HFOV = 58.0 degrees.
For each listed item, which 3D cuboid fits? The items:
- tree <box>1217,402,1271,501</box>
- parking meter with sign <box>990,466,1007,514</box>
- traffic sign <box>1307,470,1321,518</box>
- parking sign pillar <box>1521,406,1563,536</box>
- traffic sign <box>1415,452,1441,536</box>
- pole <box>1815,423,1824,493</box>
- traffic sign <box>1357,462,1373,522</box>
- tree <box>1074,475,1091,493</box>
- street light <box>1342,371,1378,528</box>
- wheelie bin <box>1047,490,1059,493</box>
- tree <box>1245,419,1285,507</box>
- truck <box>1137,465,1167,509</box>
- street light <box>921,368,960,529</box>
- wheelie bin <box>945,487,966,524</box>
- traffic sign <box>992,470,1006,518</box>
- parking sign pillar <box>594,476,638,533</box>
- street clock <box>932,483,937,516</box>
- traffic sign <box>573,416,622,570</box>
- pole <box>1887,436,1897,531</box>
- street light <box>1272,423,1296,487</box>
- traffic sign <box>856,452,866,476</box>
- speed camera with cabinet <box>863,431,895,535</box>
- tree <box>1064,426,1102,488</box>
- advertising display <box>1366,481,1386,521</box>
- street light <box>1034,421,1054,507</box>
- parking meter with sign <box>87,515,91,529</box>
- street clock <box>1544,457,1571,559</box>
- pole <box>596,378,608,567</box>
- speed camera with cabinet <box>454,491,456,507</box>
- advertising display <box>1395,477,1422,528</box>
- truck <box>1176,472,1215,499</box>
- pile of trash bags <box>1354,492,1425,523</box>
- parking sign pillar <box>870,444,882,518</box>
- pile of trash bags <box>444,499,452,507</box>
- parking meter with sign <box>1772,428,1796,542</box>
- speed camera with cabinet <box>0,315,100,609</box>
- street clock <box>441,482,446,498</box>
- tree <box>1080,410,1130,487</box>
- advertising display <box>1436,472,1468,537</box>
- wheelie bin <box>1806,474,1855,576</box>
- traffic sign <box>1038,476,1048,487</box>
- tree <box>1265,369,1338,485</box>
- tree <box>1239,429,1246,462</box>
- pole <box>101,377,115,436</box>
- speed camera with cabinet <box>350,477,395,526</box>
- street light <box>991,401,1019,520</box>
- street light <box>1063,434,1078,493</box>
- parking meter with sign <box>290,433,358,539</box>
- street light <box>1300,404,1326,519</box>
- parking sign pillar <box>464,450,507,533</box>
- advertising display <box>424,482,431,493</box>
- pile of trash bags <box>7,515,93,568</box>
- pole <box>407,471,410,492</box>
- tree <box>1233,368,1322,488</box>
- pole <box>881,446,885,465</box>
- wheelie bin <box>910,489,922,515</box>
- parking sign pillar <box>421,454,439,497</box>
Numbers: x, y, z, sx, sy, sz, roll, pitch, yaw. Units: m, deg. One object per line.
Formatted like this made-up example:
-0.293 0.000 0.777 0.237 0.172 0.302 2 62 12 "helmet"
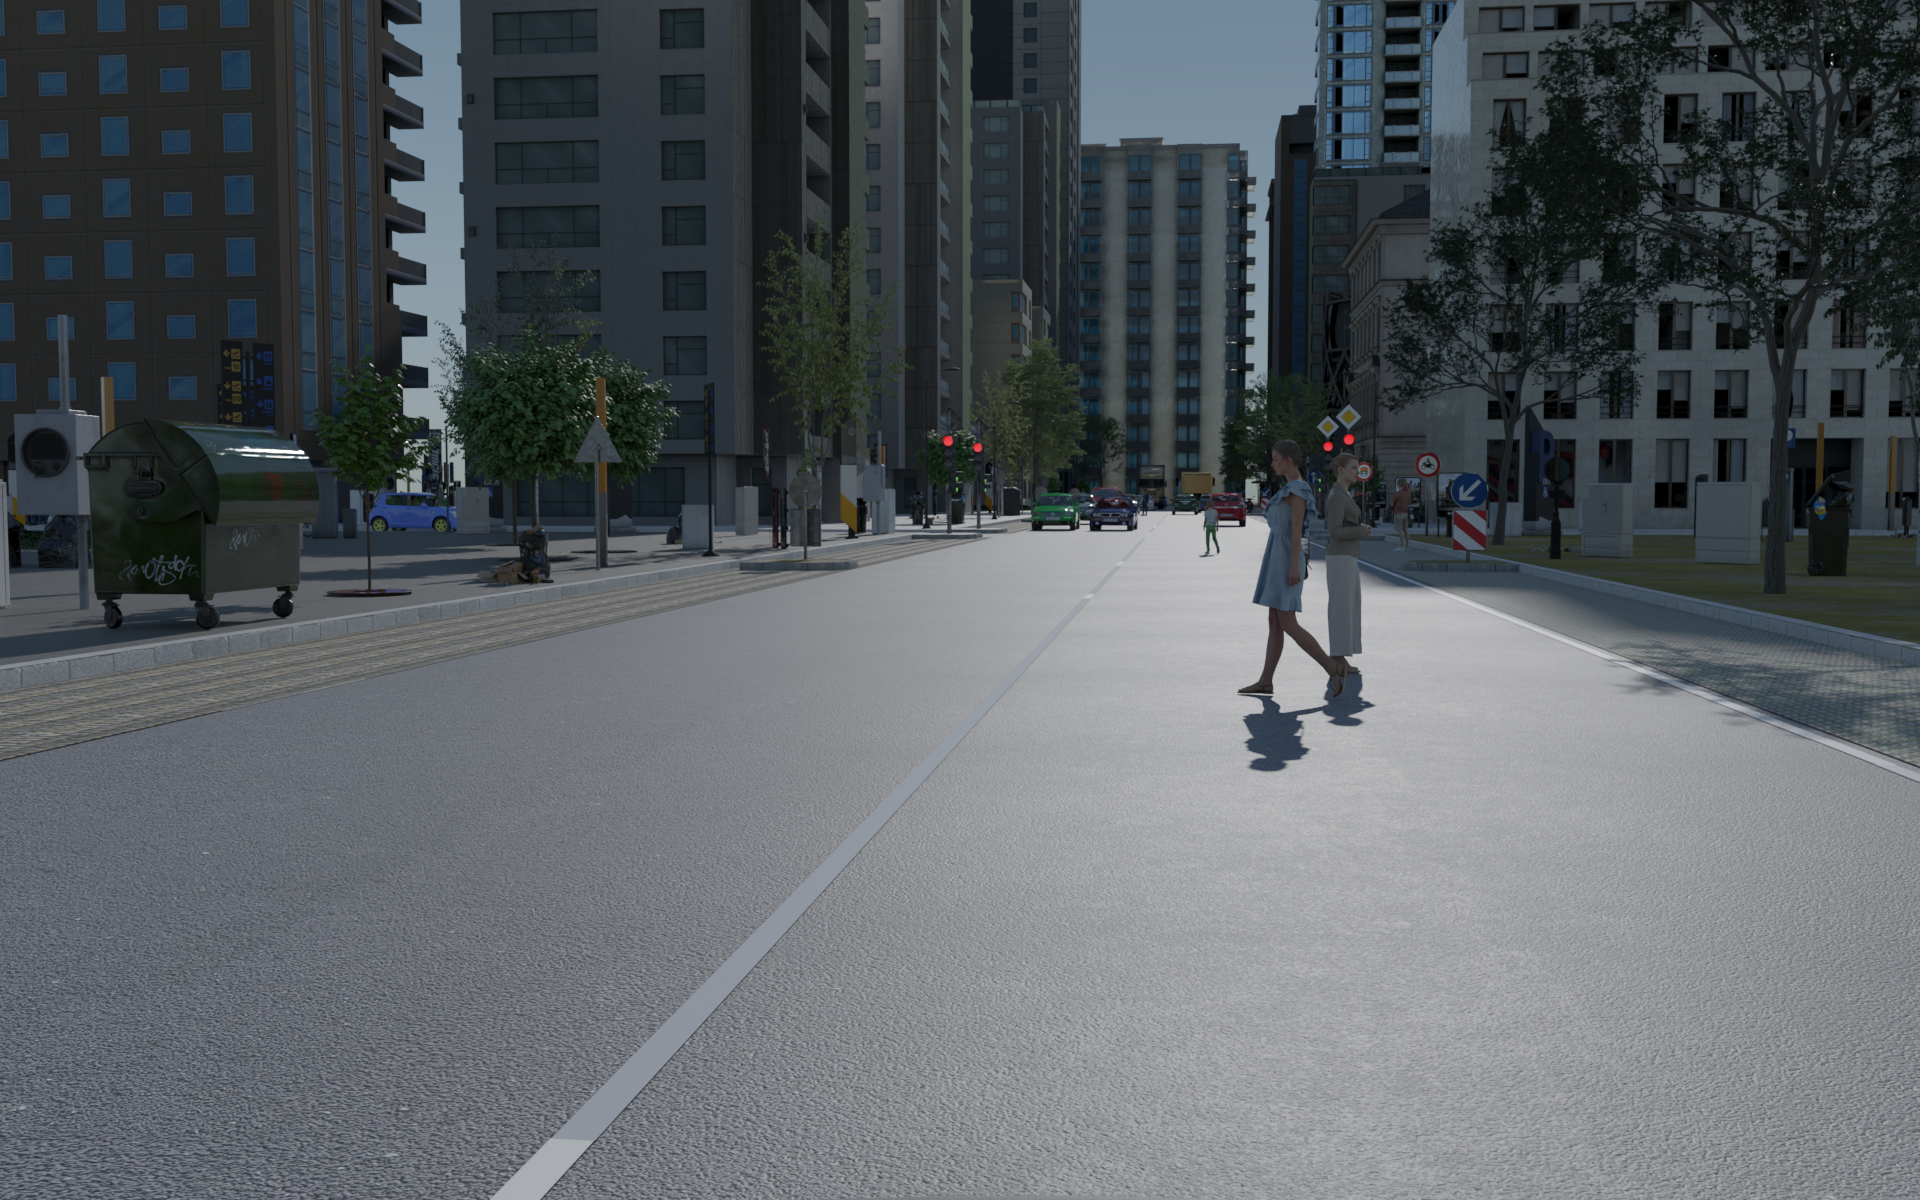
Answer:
35.424 -18.036 213.011 7.486 12.596 7.792 0 3 0 "tree"
2.636 -6.939 109.712 0.543 3.016 1.738 2 4 35 "parking meter with sign"
18.945 -5.654 92.543 0.768 2.556 0.104 1 4 9 "traffic sign"
17.796 -3.958 53.183 1.447 3.967 1.447 3 5 42 "parking sign pillar"
14.251 -3.223 52.810 0.768 2.556 0.104 1 4 12 "traffic sign"
24.553 -3.403 49.489 0.158 3.312 0.155 0 3 0 "pole"
16.054 -4.206 68.871 0.768 2.556 0.104 1 4 12 "traffic sign"
12.063 -10.858 172.130 1.663 3.219 1.824 0 3 0 "tree"
15.161 -5.698 65.697 1.470 5.913 1.316 0 4 7 "street light"
7.300 -7.610 132.337 0.980 1.594 0.693 0 4 3 "wheelie bin"
28.459 -12.725 158.415 4.360 8.622 3.978 0 3 0 "tree"
18.608 -10.942 167.818 2.839 4.237 11.283 0 4 7 "truck"
-0.705 -5.586 63.868 1.470 5.913 1.316 0 4 7 "street light"
-0.175 -4.054 74.197 0.980 1.594 0.693 1 4 19 "wheelie bin"
2.080 -5.670 92.805 0.768 2.556 0.104 1 4 9 "traffic sign"
-11.395 -4.206 57.247 1.447 3.967 1.447 1 4 23 "parking sign pillar"
-1.502 -6.034 103.230 0.358 2.002 0.471 0 4 -2 "street clock"
-6.082 -1.775 29.028 0.884 2.594 0.081 1 4 16 "traffic sign"
32.543 -4.075 60.471 0.158 3.312 0.155 0 3 0 "pole"
21.330 -8.596 113.089 1.470 5.913 1.316 0 4 7 "street light"
-3.197 -3.160 51.780 0.768 2.556 0.104 1 4 17 "traffic sign"
-2.575 -3.722 55.196 0.660 3.252 2.038 1 4 12 "speed camera with cabinet"
13.065 -14.398 185.765 4.360 8.622 3.978 0 3 0 "tree"
20.141 -4.812 83.886 0.974 1.923 0.123 1 4 12 "advertising display"
5.287 -8.410 110.052 1.470 5.913 1.316 0 4 7 "street light"
-23.529 -3.191 48.440 1.738 3.016 0.543 -3 5 -43 "parking meter with sign"
11.772 -1.811 34.188 0.471 2.002 0.358 1 4 10 "street clock"
-6.306 -2.241 30.490 0.158 3.312 0.155 0 3 0 "pole"
-26.080 -6.038 93.060 2.038 3.252 0.660 -2 4 -26 "speed camera with cabinet"
16.958 -3.692 65.583 0.974 1.923 0.123 2 4 26 "advertising display"
20.624 -9.499 151.236 3.469 3.379 9.791 0 4 7 "truck"
19.229 -4.107 76.895 3.447 1.369 1.912 1 4 10 "pile of trash bags"
-4.823 -6.485 94.506 1.447 3.967 1.447 1 4 17 "parking sign pillar"
-27.677 -4.913 90.080 1.912 1.369 3.447 1 4 9 "pile of trash bags"
22.225 -3.082 46.659 0.543 3.016 1.738 2 4 29 "parking meter with sign"
-10.596 -1.511 19.035 2.038 3.252 0.660 0 3 0 "speed camera with cabinet"
-30.368 -5.954 101.921 0.358 2.002 0.471 -1 4 -22 "street clock"
17.530 -17.727 215.585 9.928 11.665 9.643 0 3 0 "tree"
14.635 -2.826 51.419 0.974 1.923 0.123 0 4 0 "advertising display"
13.713 -1.186 27.301 0.693 1.594 0.980 2 4 27 "wheelie bin"
5.737 -7.329 119.932 0.768 2.556 0.104 1 4 13 "traffic sign"
20.457 -9.300 102.414 4.737 8.622 4.395 0 3 0 "tree"
30.396 -13.819 176.302 4.360 8.622 3.978 0 3 0 "tree"
-14.856 -2.227 30.262 0.158 3.312 0.155 0 3 0 "pole"
-24.199 -4.711 71.368 0.660 3.252 2.038 2 4 24 "speed camera with cabinet"
2.271 -7.001 87.002 1.470 5.913 1.316 0 4 7 "street light"
8.510 -9.849 133.565 1.470 5.913 1.316 0 4 7 "street light"
-18.326 -3.283 49.944 1.738 3.016 0.543 -1 4 -10 "parking meter with sign"
18.164 -7.121 88.963 1.470 5.913 1.316 0 4 7 "street light"
-15.837 -4.229 57.621 1.447 3.967 1.447 2 4 32 "parking sign pillar"
-29.394 -5.531 95.651 0.123 1.923 0.974 0 4 0 "advertising display"
-17.129 -1.273 30.562 3.447 1.369 1.912 -1 4 -10 "pile of trash bags"
-40.526 -8.161 127.268 0.158 3.312 0.155 0 3 0 "pole"
26.293 -13.220 141.902 9.928 11.665 9.643 0 3 0 "tree"
-3.255 -4.853 73.195 0.158 3.312 0.155 0 3 0 "pole"
-2.540 -5.714 101.325 0.693 1.594 0.980 -1 4 -8 "wheelie bin"
-35.053 -7.734 114.928 1.447 3.967 1.447 1 4 18 "parking sign pillar"
